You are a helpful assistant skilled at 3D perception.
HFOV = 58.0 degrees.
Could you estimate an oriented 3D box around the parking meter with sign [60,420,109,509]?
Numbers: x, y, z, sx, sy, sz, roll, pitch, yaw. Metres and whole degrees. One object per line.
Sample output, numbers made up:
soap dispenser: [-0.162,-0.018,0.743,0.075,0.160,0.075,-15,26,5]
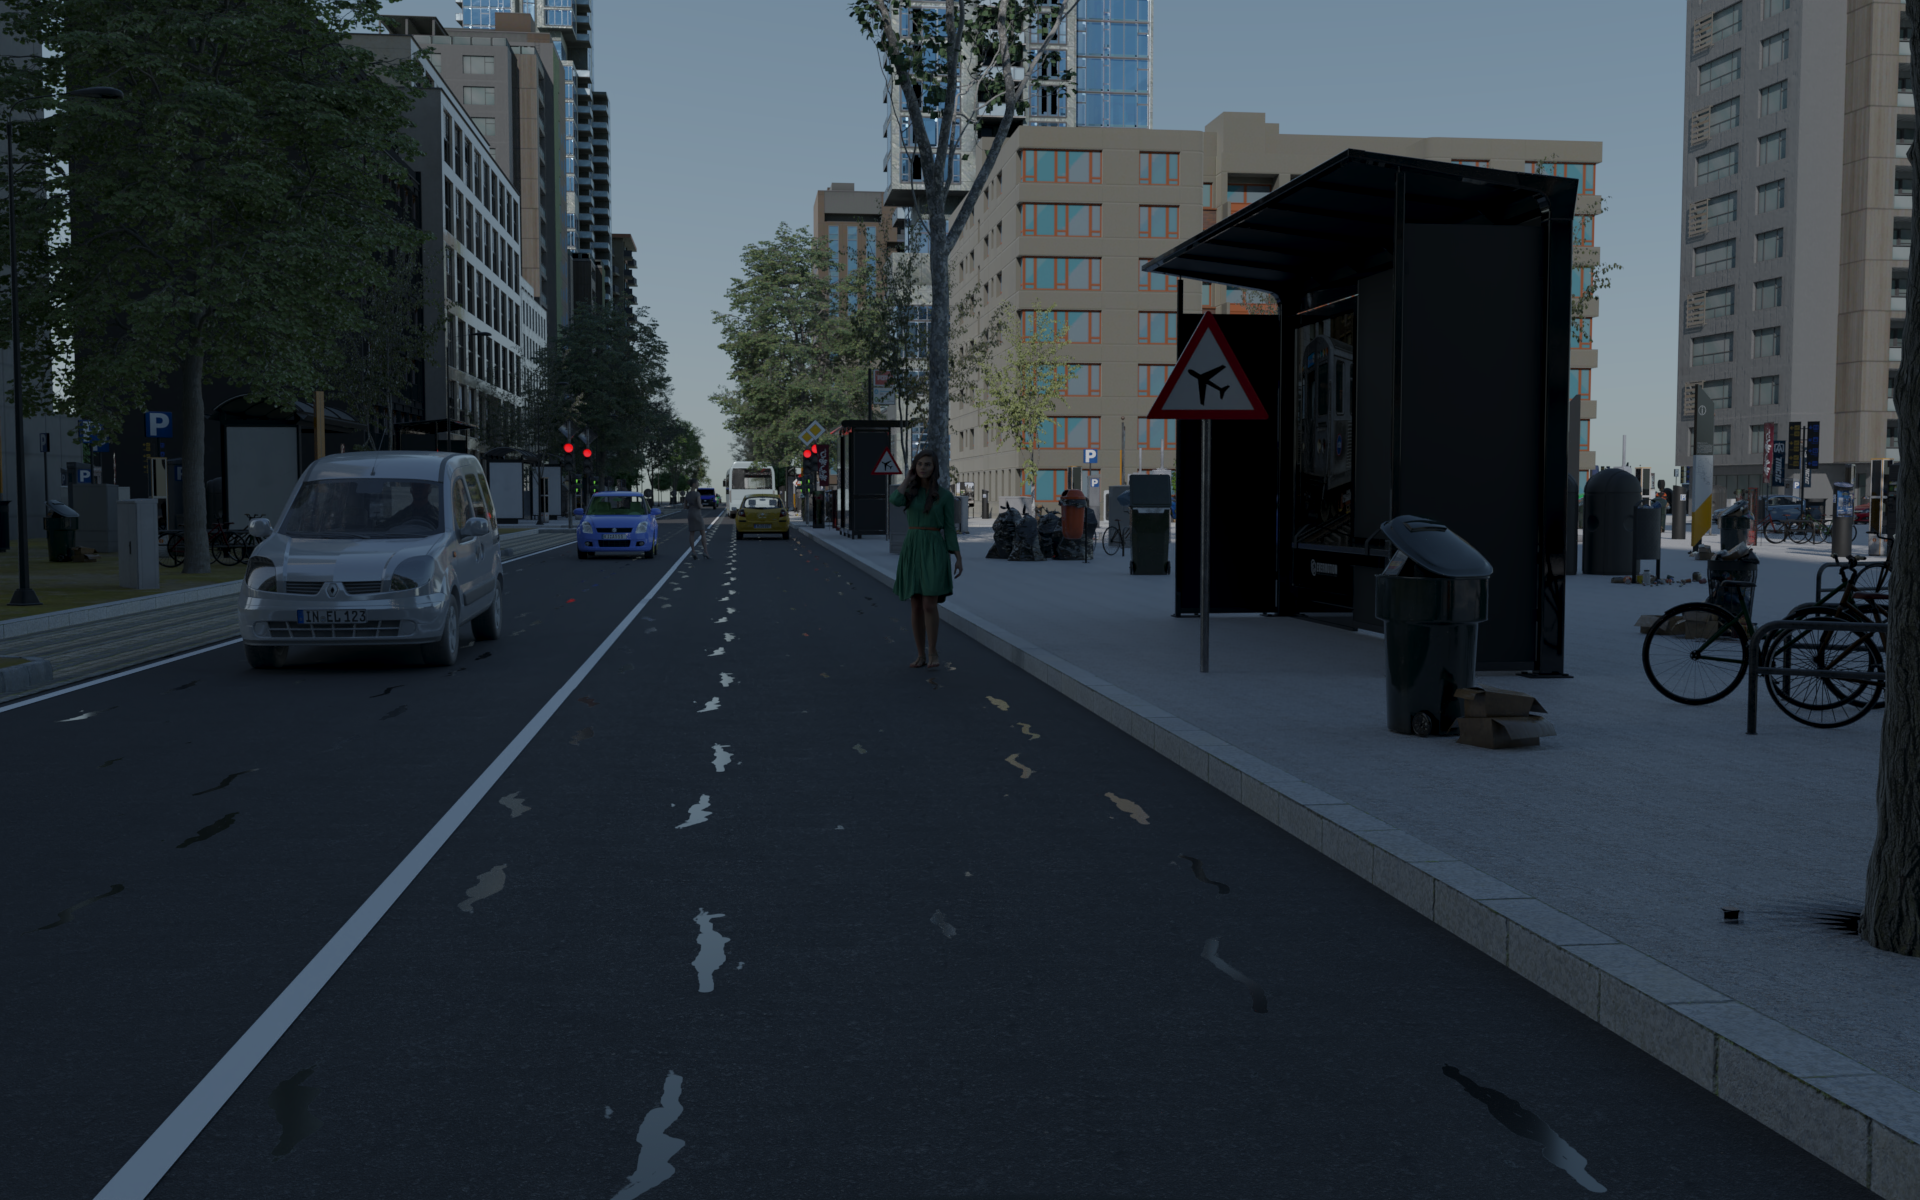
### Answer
parking meter with sign: [-20.992,-2.760,41.394,0.543,3.016,1.738,-3,5,-43]

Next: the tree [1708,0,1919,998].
tree: [2.958,-4.823,4.607,9.928,11.665,9.643,0,3,0]

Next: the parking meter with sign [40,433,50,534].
parking meter with sign: [-25.509,-3.288,50.021,0.543,3.016,1.738,3,5,44]

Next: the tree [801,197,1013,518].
tree: [-1.124,-5.697,43.506,4.360,8.622,3.978,0,3,0]

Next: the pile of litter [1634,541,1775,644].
pile of litter: [6.737,-0.104,15.672,1.176,0.858,1.719,2,4,24]

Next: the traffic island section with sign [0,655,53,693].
traffic island section with sign: [-7.888,-0.247,12.661,1.989,1.847,2.006,0,4,-7]

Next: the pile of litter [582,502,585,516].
pile of litter: [-22.478,-5.502,103.916,1.176,0.858,1.719,2,4,31]

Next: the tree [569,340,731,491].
tree: [-26.523,-13.923,138.014,12.009,13.543,11.850,0,3,0]

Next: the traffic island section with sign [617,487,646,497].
traffic island section with sign: [-18.404,-5.269,94.778,1.989,1.847,2.006,0,4,-7]

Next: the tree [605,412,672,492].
tree: [-30.617,-13.957,162.605,7.601,10.594,8.767,-3,4,-38]

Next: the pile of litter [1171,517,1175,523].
pile of litter: [9.716,-3.928,78.187,1.176,0.858,1.719,2,4,31]

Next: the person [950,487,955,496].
person: [-0.436,-3.865,71.868,0.537,1.800,0.526,0,4,-2]

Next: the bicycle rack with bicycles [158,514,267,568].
bicycle rack with bicycles: [-13.381,-1.115,31.619,2.925,0.926,2.852,-2,4,-35]

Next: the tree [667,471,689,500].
tree: [-37.047,-14.160,215.234,4.285,4.588,4.351,0,3,0]

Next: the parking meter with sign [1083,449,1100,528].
parking meter with sign: [5.083,-4.278,66.213,0.543,3.016,1.738,0,4,-3]

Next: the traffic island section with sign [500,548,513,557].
traffic island section with sign: [-11.373,-1.911,39.874,1.989,1.847,2.006,0,4,-7]

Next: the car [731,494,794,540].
car: [-6.348,-2.782,55.705,2.015,1.641,3.980,0,4,-6]

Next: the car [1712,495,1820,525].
car: [34.580,-3.812,74.322,4.499,1.417,2.014,0,4,-8]

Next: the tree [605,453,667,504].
tree: [-24.823,-8.778,127.229,4.285,4.588,4.351,0,3,0]

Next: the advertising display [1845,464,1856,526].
advertising display: [19.129,-1.960,37.258,0.123,1.923,0.974,2,4,32]

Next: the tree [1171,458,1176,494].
tree: [10.356,-5.284,80.987,1.663,3.219,1.824,0,3,0]

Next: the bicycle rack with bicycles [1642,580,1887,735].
bicycle rack with bicycles: [5.368,0.223,9.729,2.925,0.926,2.852,2,4,32]

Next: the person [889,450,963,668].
person: [-0.272,-0.335,14.222,0.600,1.795,0.529,0,4,1]

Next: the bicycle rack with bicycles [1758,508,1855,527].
bicycle rack with bicycles: [21.836,-1.927,44.882,2.852,0.926,2.925,-2,4,-34]

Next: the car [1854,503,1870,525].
car: [40.803,-4.048,75.227,4.494,1.783,2.155,0,4,-7]

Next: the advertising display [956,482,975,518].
advertising display: [0.279,-5.278,91.514,0.974,1.923,0.123,0,4,7]

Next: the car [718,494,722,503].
car: [-38.819,-16.248,275.436,2.009,1.686,4.222,-1,4,-9]

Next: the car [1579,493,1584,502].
car: [27.059,-3.953,73.424,4.718,1.807,1.959,-1,4,-9]

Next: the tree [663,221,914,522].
tree: [-7.010,-10.641,80.639,9.857,13.997,8.962,0,3,0]

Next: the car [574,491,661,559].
car: [-7.790,-1.830,39.506,1.945,1.707,3.694,-1,4,-8]

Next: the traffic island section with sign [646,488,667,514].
traffic island section with sign: [-21.853,-6.919,121.754,1.989,1.847,2.006,0,4,-7]

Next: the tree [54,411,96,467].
tree: [-30.623,-4.537,57.886,4.285,4.588,4.351,0,3,0]

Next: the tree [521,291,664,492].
tree: [-22.808,-12.376,109.010,9.857,13.997,8.962,0,3,0]

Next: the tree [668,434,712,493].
tree: [-47.679,-23.556,302.155,9.611,12.733,9.660,0,3,0]

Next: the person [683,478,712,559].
person: [-5.800,-1.799,38.256,0.599,1.781,0.374,2,4,34]

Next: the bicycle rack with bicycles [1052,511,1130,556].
bicycle rack with bicycles: [2.887,-1.431,36.775,2.852,0.926,2.925,2,4,33]

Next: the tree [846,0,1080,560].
tree: [1.092,-10.614,29.431,12.611,20.169,13.585,0,3,0]

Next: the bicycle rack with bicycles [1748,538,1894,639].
bicycle rack with bicycles: [9.724,-0.182,16.364,2.925,0.926,2.852,-1,4,-23]

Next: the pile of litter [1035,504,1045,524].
pile of litter: [3.238,-3.729,74.939,1.176,0.858,1.719,-3,4,-36]

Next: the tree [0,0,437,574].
tree: [-11.986,-6.707,27.793,7.486,12.596,7.792,0,3,0]

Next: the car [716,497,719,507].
car: [-27.576,-11.165,191.338,1.959,1.807,4.718,-1,4,-8]

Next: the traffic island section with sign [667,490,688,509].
traffic island section with sign: [-28.093,-9.898,170.463,1.989,1.847,2.006,0,4,-7]

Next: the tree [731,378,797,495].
tree: [-18.914,-16.433,179.056,12.009,13.543,11.850,0,3,0]

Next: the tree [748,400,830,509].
tree: [-13.658,-12.613,140.629,7.601,10.594,8.767,-1,4,-11]

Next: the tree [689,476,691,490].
tree: [-40.031,-16.054,246.187,4.285,4.588,4.351,0,3,0]

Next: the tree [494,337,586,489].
tree: [-19.793,-8.035,81.741,4.360,8.622,3.978,0,3,0]

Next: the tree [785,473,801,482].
tree: [-12.878,-8.590,135.051,1.663,3.219,1.824,0,3,0]

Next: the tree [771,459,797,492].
tree: [-17.173,-11.251,167.667,4.285,4.588,4.351,0,3,0]

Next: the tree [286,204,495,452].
tree: [-14.658,-5.694,43.457,4.360,8.622,3.978,0,3,0]
